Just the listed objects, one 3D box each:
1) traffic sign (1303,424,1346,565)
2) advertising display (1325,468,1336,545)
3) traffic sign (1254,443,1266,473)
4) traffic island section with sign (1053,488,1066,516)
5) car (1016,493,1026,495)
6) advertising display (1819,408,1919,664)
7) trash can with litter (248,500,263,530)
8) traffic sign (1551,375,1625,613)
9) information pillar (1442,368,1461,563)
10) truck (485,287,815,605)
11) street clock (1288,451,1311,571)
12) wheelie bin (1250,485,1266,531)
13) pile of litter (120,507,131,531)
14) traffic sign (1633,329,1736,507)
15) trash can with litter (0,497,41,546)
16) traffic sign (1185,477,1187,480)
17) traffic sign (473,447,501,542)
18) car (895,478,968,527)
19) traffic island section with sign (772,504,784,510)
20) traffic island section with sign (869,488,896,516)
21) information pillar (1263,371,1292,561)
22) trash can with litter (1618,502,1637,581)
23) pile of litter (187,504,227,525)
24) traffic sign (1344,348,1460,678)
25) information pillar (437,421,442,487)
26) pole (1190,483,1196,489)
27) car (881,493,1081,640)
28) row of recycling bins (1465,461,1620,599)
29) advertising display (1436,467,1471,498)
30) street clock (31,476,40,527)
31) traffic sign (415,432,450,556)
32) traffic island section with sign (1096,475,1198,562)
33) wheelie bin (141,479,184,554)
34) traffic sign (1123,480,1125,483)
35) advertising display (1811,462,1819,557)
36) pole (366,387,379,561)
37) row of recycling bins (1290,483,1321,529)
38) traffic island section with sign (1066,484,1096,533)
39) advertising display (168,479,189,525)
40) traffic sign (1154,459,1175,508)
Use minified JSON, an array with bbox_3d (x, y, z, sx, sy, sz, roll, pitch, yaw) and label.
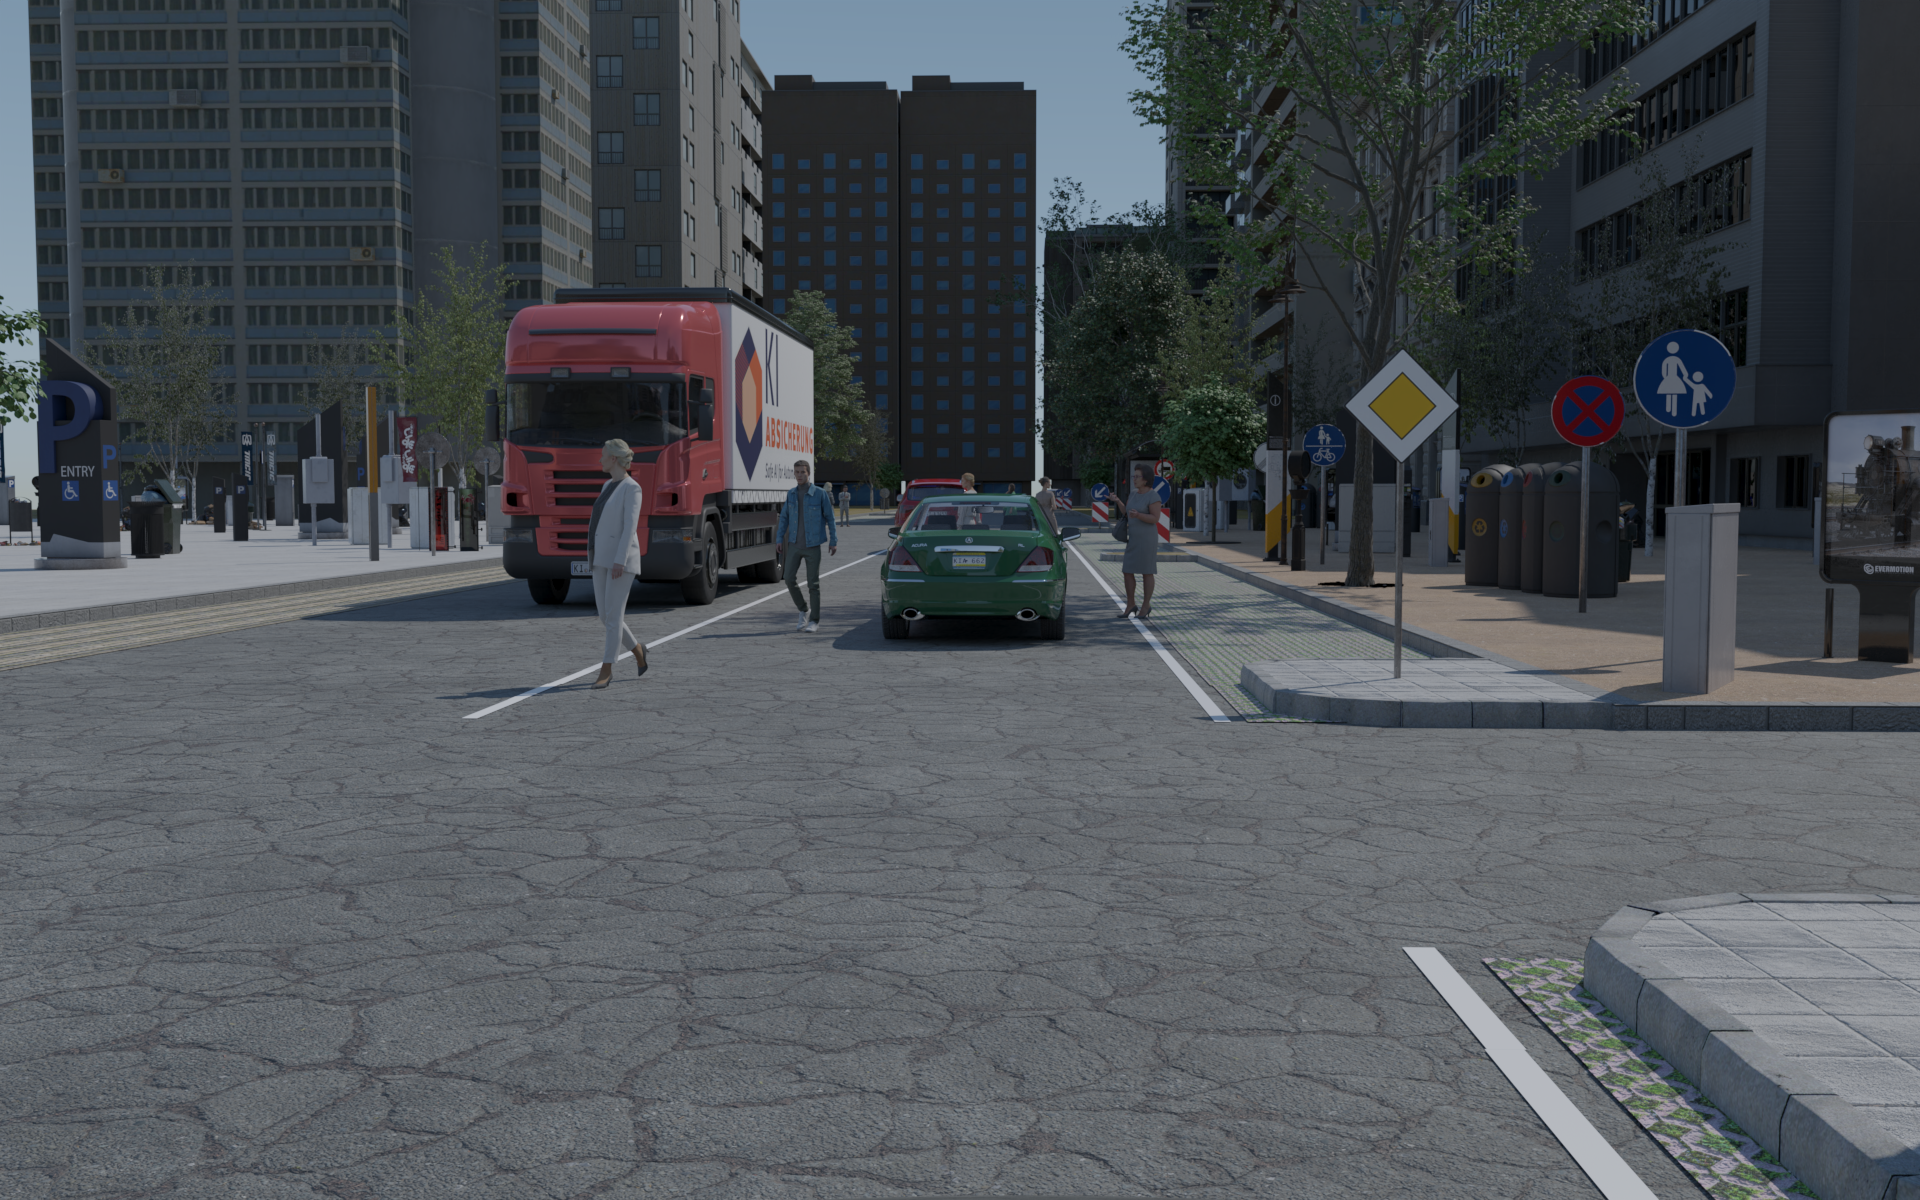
[{"bbox_3d":[6.603,-1.919,31.475,0.768,2.556,0.104,0,4,7],"label":"traffic sign"},{"bbox_3d":[9.565,-2.330,43.317,0.974,1.923,0.123,-1,4,-20],"label":"advertising display"},{"bbox_3d":[7.590,-2.595,42.541,0.768,2.556,0.104,1,4,11],"label":"traffic sign"},{"bbox_3d":[6.924,-6.451,114.099,1.989,1.847,2.006,0,4,2],"label":"traffic island section with sign"},{"bbox_3d":[3.837,-6.580,116.375,1.959,1.807,4.718,0,4,4],"label":"car"},{"bbox_3d":[7.079,-0.488,13.192,0.123,1.923,0.974,-3,5,-43],"label":"advertising display"},{"bbox_3d":[-25.608,-3.129,62.546,1.055,1.170,0.624,2,4,28],"label":"trash can with litter"},{"bbox_3d":[6.734,-1.134,18.654,0.768,2.556,0.104,0,4,7],"label":"traffic sign"},{"bbox_3d":[9.221,-2.518,32.520,0.183,3.616,0.504,-1,4,-15],"label":"information pillar"},{"bbox_3d":[-4.176,-2.259,25.849,2.839,4.237,11.283,0,4,3],"label":"truck"},{"bbox_3d":[5.655,-1.488,28.895,0.358,2.002,0.471,2,4,34],"label":"street clock"},{"bbox_3d":[10.537,-3.209,60.369,0.980,1.594,0.693,-2,4,-32],"label":"wheelie bin"},{"bbox_3d":[-29.001,-2.807,59.863,1.176,0.858,1.719,2,4,30],"label":"pile of litter"},{"bbox_3d":[5.600,-0.818,13.474,0.768,2.556,0.104,0,4,6],"label":"traffic sign"},{"bbox_3d":[-23.778,-1.962,43.143,2.233,1.210,1.678,-1,4,-10],"label":"trash can with litter"},{"bbox_3d":[9.229,-4.431,72.554,0.768,2.556,0.104,0,4,8],"label":"traffic sign"},{"bbox_3d":[-12.733,-2.844,46.611,0.768,2.556,0.104,1,4,9],"label":"traffic sign"},{"bbox_3d":[-0.499,-2.125,43.421,2.281,1.827,5.304,0,4,2],"label":"car"},{"bbox_3d":[-6.834,-3.390,64.054,1.989,1.847,2.006,0,4,2],"label":"traffic island section with sign"},{"bbox_3d":[-4.934,-6.470,114.405,1.989,1.847,2.006,0,4,2],"label":"traffic island section with sign"},{"bbox_3d":[6.056,-2.547,32.995,0.504,3.616,0.183,-1,4,-12],"label":"information pillar"},{"bbox_3d":[9.395,-0.863,25.494,0.624,1.170,1.055,-3,5,-39],"label":"trash can with litter"},{"bbox_3d":[-31.448,-3.573,72.387,1.719,0.858,1.176,1,4,19],"label":"pile of litter"},{"bbox_3d":[3.044,-0.511,12.004,0.795,2.450,0.064,0,4,2],"label":"traffic sign"},{"bbox_3d":[-16.708,-3.933,55.667,0.183,3.616,0.504,-1,4,-11],"label":"information pillar"},{"bbox_3d":[8.268,-4.134,61.433,0.158,3.312,0.155,0,3,0],"label":"pole"},{"bbox_3d":[0.228,-0.410,18.497,2.131,1.459,4.920,0,4,4],"label":"car"},{"bbox_3d":[7.688,-0.969,22.959,1.069,1.692,3.534,0,4,-4],"label":"row of recycling bins"},{"bbox_3d":[11.804,-2.218,41.475,0.974,1.923,0.123,-2,4,-26],"label":"advertising display"},{"bbox_3d":[-36.395,-3.908,68.462,0.471,2.002,0.358,-1,4,-18],"label":"street clock"},{"bbox_3d":[-10.894,-2.181,35.771,0.768,2.556,0.104,0,4,8],"label":"traffic sign"},{"bbox_3d":[4.018,-1.744,37.143,1.989,1.847,2.006,0,4,2],"label":"traffic island section with sign"},{"bbox_3d":[-17.072,-1.782,37.041,0.693,1.594,0.980,0,4,-4],"label":"wheelie bin"},{"bbox_3d":[8.592,-5.309,86.804,0.884,2.594,0.081,1,4,8],"label":"traffic sign"},{"bbox_3d":[17.618,-1.852,35.502,0.123,1.923,0.974,3,4,36],"label":"advertising display"},{"bbox_3d":[-11.230,-2.401,33.107,0.158,3.312,0.155,0,3,0],"label":"pole"},{"bbox_3d":[13.335,-3.536,64.924,3.534,1.692,1.069,2,4,33],"label":"row of recycling bins"},{"bbox_3d":[5.043,-3.391,64.079,1.989,1.847,2.006,0,4,2],"label":"traffic island section with sign"},{"bbox_3d":[-32.927,-4.144,72.973,0.974,1.923,0.123,1,4,22],"label":"advertising display"},{"bbox_3d":[7.414,-3.835,62.815,0.768,2.556,0.104,1,4,10],"label":"traffic sign"}]
